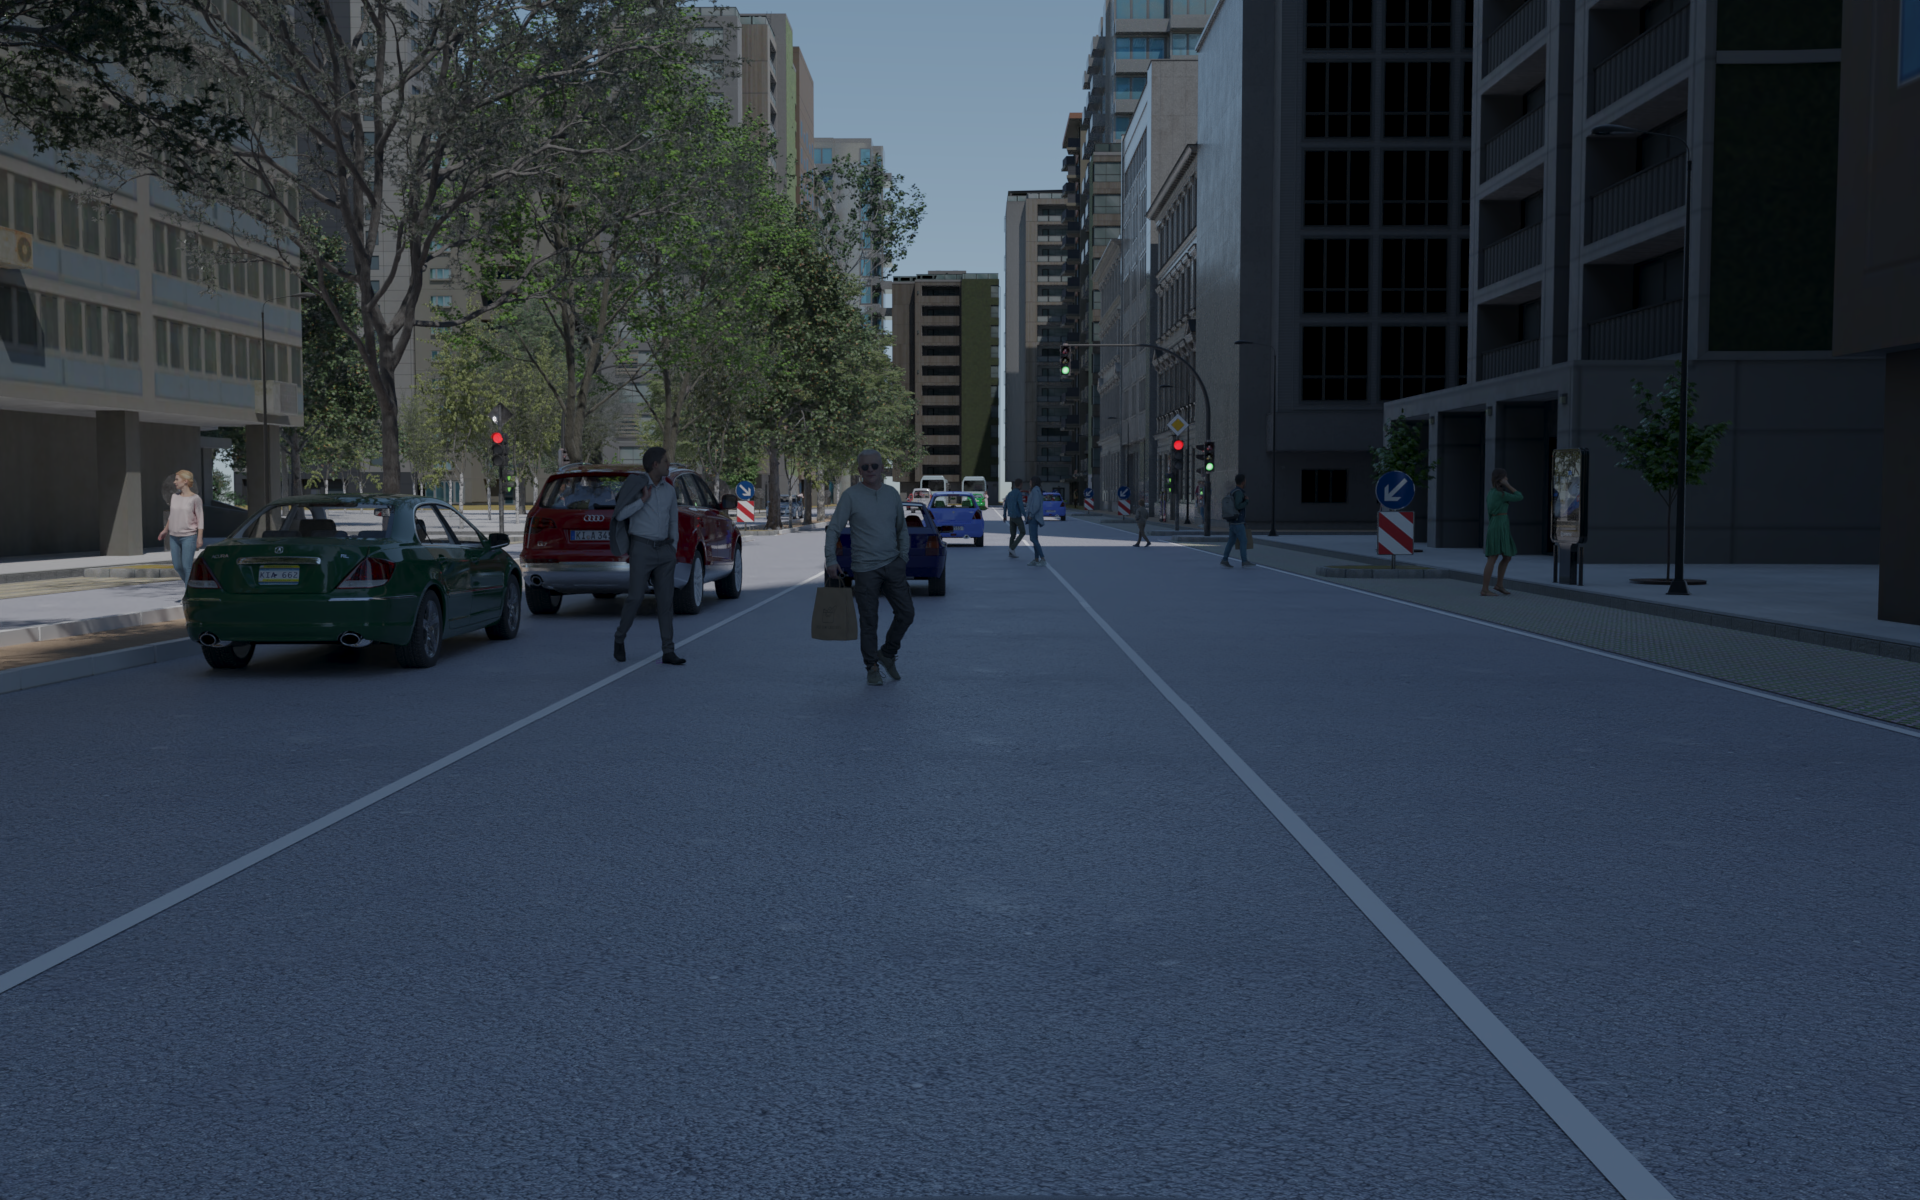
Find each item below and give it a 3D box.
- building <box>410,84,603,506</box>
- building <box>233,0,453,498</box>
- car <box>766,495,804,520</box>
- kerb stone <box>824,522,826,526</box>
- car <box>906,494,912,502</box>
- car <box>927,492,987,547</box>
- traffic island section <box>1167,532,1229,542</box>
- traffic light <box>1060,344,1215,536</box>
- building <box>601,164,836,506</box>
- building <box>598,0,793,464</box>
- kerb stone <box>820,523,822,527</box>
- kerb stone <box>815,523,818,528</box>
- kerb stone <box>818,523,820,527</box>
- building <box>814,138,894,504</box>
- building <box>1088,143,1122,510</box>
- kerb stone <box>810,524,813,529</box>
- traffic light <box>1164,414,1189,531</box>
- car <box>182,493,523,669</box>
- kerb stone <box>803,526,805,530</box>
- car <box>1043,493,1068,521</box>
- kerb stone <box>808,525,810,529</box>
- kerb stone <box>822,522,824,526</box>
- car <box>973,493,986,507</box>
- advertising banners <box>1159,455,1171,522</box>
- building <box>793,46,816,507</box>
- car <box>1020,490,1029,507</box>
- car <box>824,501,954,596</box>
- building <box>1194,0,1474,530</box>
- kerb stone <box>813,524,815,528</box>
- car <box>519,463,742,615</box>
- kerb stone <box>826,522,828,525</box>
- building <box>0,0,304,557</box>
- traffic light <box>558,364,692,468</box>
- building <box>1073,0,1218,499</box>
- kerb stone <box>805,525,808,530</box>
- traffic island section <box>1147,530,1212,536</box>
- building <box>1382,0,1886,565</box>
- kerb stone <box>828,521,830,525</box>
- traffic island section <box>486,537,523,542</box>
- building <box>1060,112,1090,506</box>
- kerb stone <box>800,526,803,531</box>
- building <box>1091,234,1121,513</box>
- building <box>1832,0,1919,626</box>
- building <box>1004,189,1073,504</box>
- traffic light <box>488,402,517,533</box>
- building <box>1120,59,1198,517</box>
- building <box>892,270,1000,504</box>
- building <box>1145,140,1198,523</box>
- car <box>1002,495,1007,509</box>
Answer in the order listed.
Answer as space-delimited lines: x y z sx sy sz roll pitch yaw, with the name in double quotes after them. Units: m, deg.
-49.654 -35.333 201.402 21.600 48.544 21.300 0 4 1 "building"
-70.753 -46.678 201.431 20.611 71.187 20.563 0 4 1 "building"
-9.981 -5.323 99.037 2.014 1.417 4.499 0 4 2 "car"
-6.175 -3.365 77.216 0.120 0.150 1.000 0 4 1 "kerb stone"
-3.733 -8.730 151.777 2.155 1.783 4.494 0 4 2 "car"
-0.208 -2.363 48.226 1.945 1.707 3.694 0 4 -1 "car"
7.525 -1.857 52.651 2.009 0.180 2.903 0 4 1 "traffic island section"
5.393 -4.755 52.420 4.771 5.953 1.251 0 4 1 "traffic light"
-26.547 -30.807 195.582 23.993 40.220 32.217 0 4 1 "building"
-21.453 -28.107 143.139 14.154 41.232 14.086 0 4 1 "building"
-6.200 -3.233 75.172 0.120 0.150 1.000 0 4 1 "kerb stone"
-6.220 -3.112 73.111 0.120 0.150 1.000 0 4 1 "kerb stone"
-6.209 -3.175 74.149 0.120 0.150 1.000 0 4 1 "kerb stone"
-24.045 -37.392 230.973 30.456 49.044 23.786 0 4 1 "building"
17.711 -22.854 145.358 14.160 30.474 14.107 0 4 1 "building"
-6.251 -2.985 71.067 0.120 0.150 1.000 0 4 1 "kerb stone"
7.577 -4.379 60.522 0.839 4.253 0.868 0 4 1 "traffic light"
-5.284 -0.236 15.660 2.131 1.459 4.920 0 4 -1 "car"
-6.281 -2.801 67.992 0.120 0.150 1.000 0 4 1 "kerb stone"
4.864 -5.153 93.835 1.945 1.707 3.694 0 4 2 "car"
-6.260 -2.927 70.044 0.120 0.150 1.000 0 4 1 "kerb stone"
-6.194 -3.303 76.194 0.120 0.150 1.000 0 4 1 "kerb stone"
1.394 -9.187 159.011 1.959 1.807 4.718 0 4 -1 "car"
9.282 -5.030 78.425 0.090 3.025 2.074 0 4 -5 "advertising banners"
-21.931 -31.871 171.197 14.600 45.320 14.200 0 4 1 "building"
5.684 -9.322 161.086 2.281 1.827 5.304 0 4 0 "car"
-1.063 -0.802 25.698 1.945 1.354 3.894 0 4 -1 "car"
24.902 -15.136 66.541 30.058 24.678 14.314 0 4 1 "building"
-6.232 -3.052 72.088 0.120 0.150 1.000 0 4 1 "kerb stone"
-4.074 -0.823 22.132 2.281 1.827 5.304 0 4 1 "car"
-6.162 -3.428 78.238 0.120 0.150 1.000 0 4 1 "kerb stone"
-28.361 -21.098 36.840 23.993 40.220 32.217 0 4 1 "building"
-11.791 -5.266 60.762 4.771 5.953 1.251 0 4 1 "traffic light"
23.295 -33.478 166.969 23.786 49.044 30.456 0 4 1 "building"
-6.270 -2.864 69.014 0.120 0.150 1.000 0 4 1 "kerb stone"
7.617 -2.346 60.635 2.009 0.180 2.903 0 4 1 "traffic island section"
21.437 -36.440 34.039 20.563 71.187 20.611 0 4 1 "building"
-6.149 -3.491 79.276 0.120 0.150 1.000 0 4 1 "kerb stone"
-14.014 -1.873 52.901 2.009 0.180 2.903 0 4 1 "traffic island section"
22.770 -33.155 196.713 22.147 44.769 28.867 0 4 1 "building"
-6.291 -2.738 66.960 0.120 0.150 1.000 0 4 1 "kerb stone"
15.880 -17.676 125.156 11.583 22.565 21.152 0 4 1 "building"
15.838 -21.983 9.533 14.600 45.320 14.200 0 4 1 "building"
12.846 -33.170 225.926 14.086 41.232 14.154 0 4 1 "building"
-13.974 -3.905 52.766 0.839 4.253 0.868 0 4 1 "traffic light"
16.500 -17.521 104.486 12.078 24.808 19.932 0 4 1 "building"
-1.816 -27.839 226.860 14.107 30.474 14.160 0 4 1 "building"
15.134 -13.430 84.215 10.561 19.102 19.286 0 4 1 "building"
5.087 -9.504 167.750 2.083 1.381 4.827 0 4 2 "car"
